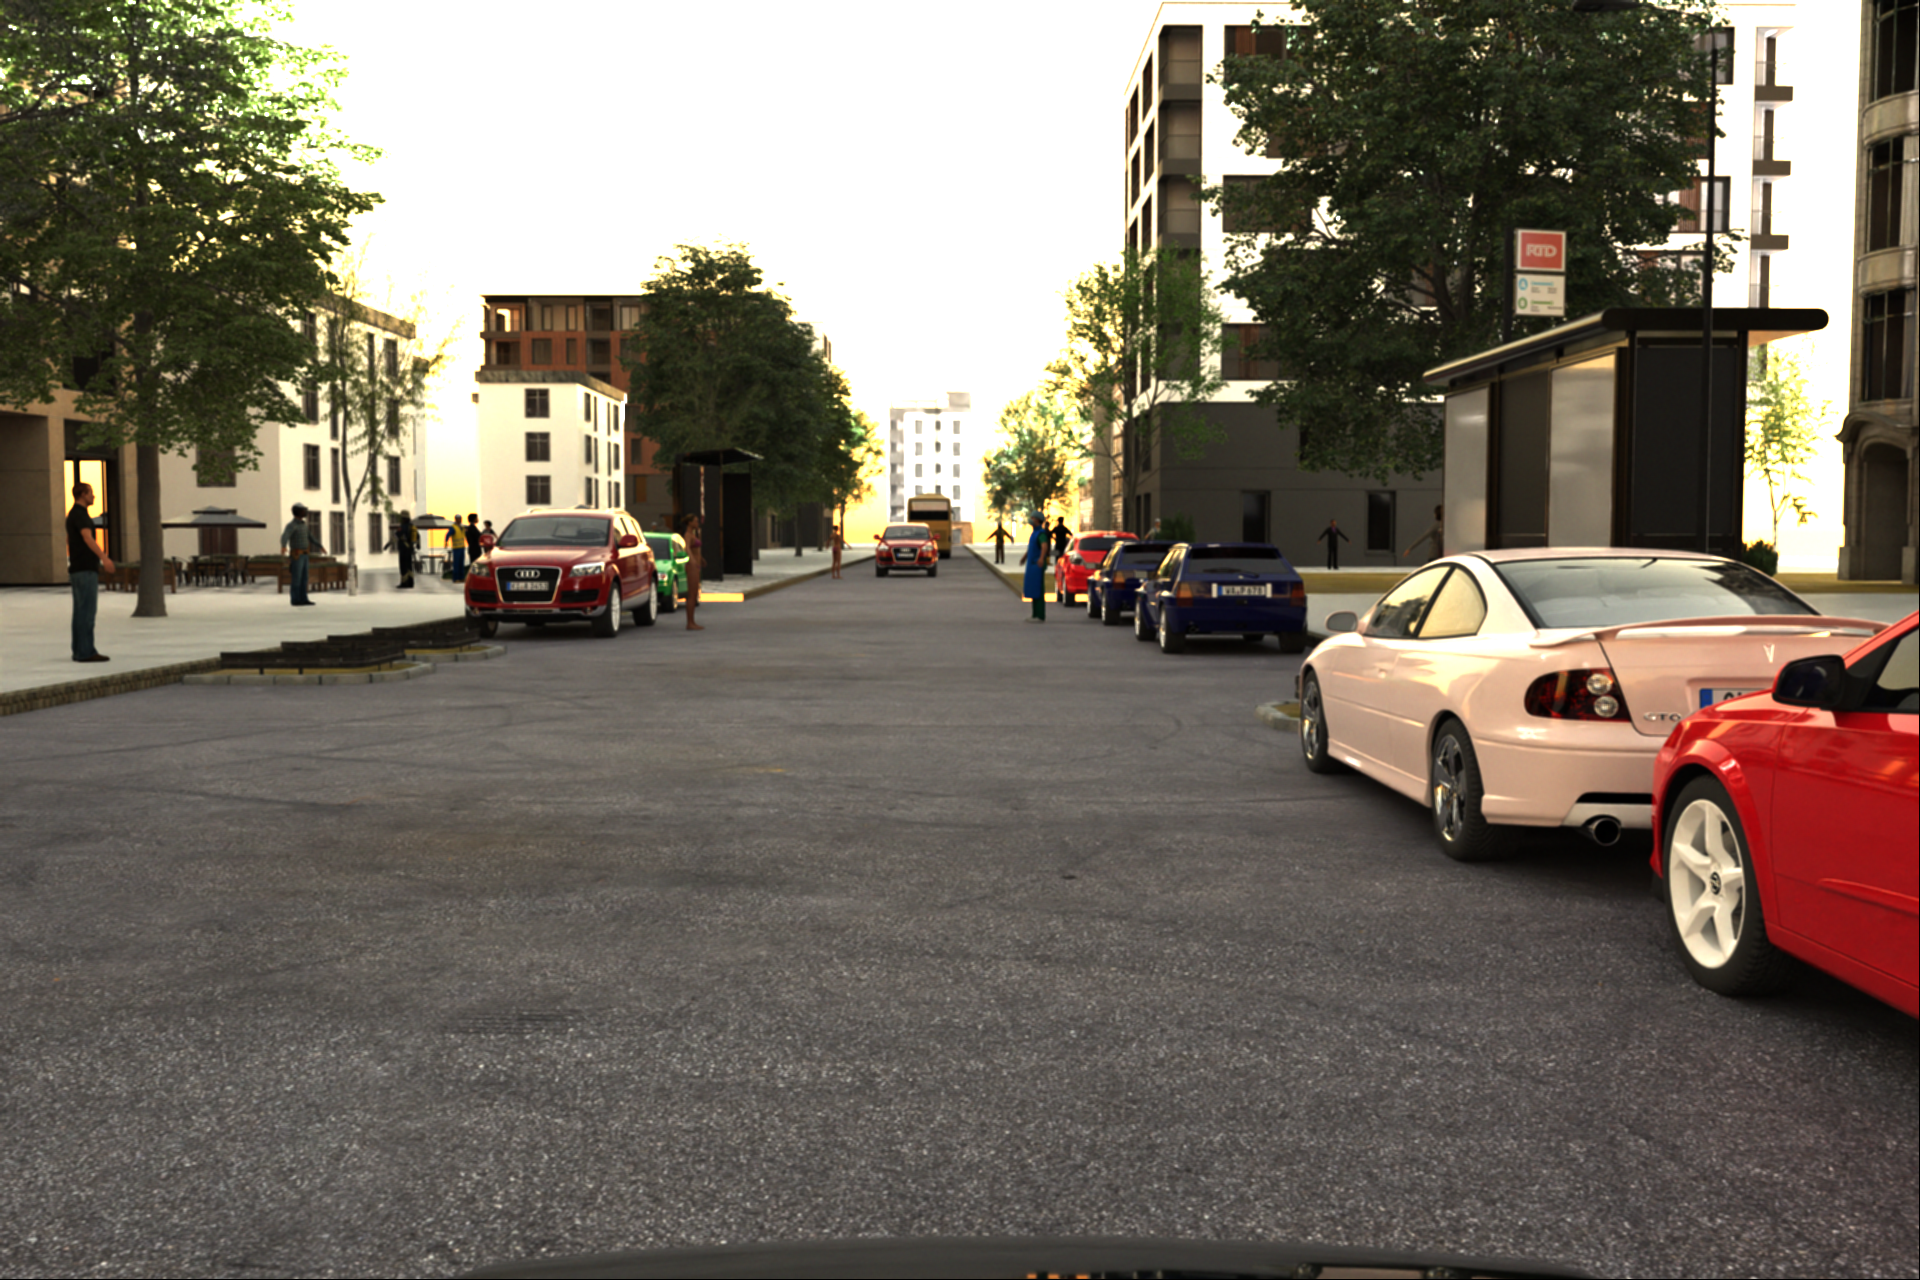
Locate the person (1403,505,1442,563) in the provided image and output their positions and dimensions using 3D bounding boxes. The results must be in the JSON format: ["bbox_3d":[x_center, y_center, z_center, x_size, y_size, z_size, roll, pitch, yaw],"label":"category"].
[{"bbox_3d":[7.495,-1.254,27.257,1.215,1.744,0.721,-2,4,-25],"label":"person"}]

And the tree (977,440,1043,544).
[{"bbox_3d":[7.179,-19.908,232.151,9.857,13.997,8.962,0,3,0],"label":"tree"}]

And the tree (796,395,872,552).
[{"bbox_3d":[-10.153,-12.292,126.737,9.928,11.665,9.643,0,3,0],"label":"tree"}]

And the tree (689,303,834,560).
[{"bbox_3d":[-10.018,-10.204,84.958,7.486,12.596,7.792,0,3,0],"label":"tree"}]

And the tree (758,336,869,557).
[{"bbox_3d":[-8.870,-11.056,98.898,7.486,12.596,7.792,0,3,0],"label":"tree"}]

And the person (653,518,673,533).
[{"bbox_3d":[-9.865,-3.137,57.419,1.348,1.813,0.705,-1,4,-17],"label":"person"}]

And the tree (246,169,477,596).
[{"bbox_3d":[-12.865,-5.222,35.738,4.360,8.622,3.978,0,3,0],"label":"tree"}]

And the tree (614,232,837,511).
[{"bbox_3d":[-9.707,-10.196,73.354,9.857,13.997,8.962,0,3,0],"label":"tree"}]

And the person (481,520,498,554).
[{"bbox_3d":[-18.915,-3.862,69.289,1.345,1.843,0.704,2,4,30],"label":"person"}]

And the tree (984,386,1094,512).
[{"bbox_3d":[5.531,-11.871,119.844,9.928,11.665,9.643,0,3,0],"label":"tree"}]

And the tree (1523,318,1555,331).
[{"bbox_3d":[19.161,-6.521,56.974,4.360,8.622,3.978,0,3,0],"label":"tree"}]

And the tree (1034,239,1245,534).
[{"bbox_3d":[6.165,-8.297,61.415,9.928,11.665,9.643,0,3,0],"label":"tree"}]

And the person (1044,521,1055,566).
[{"bbox_3d":[3.598,-3.941,70.573,0.704,1.812,1.346,-1,4,-21],"label":"person"}]

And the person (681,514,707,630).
[{"bbox_3d":[-3.948,-1.028,26.061,0.721,1.733,1.217,0,4,-2],"label":"person"}]

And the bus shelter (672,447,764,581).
[{"bbox_3d":[-6.915,-3.594,50.053,1.731,3.624,6.357,0,4,1],"label":"bus shelter"}]

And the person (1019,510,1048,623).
[{"bbox_3d":[1.222,-1.193,28.084,0.704,1.817,1.347,-1,4,-11],"label":"person"}]

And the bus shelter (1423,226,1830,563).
[{"bbox_3d":[6.951,-2.613,20.361,2.179,5.291,8.768,0,4,-1],"label":"bus shelter"}]

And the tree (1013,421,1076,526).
[{"bbox_3d":[5.247,-9.902,112.255,4.737,8.622,4.395,0,3,0],"label":"tree"}]

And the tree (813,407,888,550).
[{"bbox_3d":[-9.435,-13.132,140.470,9.928,11.665,9.643,0,3,0],"label":"tree"}]

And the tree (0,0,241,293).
[{"bbox_3d":[-12.515,-6.441,15.674,12.009,13.543,11.850,0,3,0],"label":"tree"}]

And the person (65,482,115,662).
[{"bbox_3d":[-8.795,-0.687,17.453,0.705,1.803,1.348,-3,4,-38],"label":"person"}]

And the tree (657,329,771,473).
[{"bbox_3d":[-9.634,-6.895,63.088,4.360,8.622,3.978,0,3,0],"label":"tree"}]

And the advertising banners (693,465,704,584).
[{"bbox_3d":[-6.597,-2.899,43.586,0.090,3.025,2.074,0,4,1],"label":"advertising banners"}]

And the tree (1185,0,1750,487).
[{"bbox_3d":[9.426,-7.692,32.415,9.857,13.997,8.962,0,3,0],"label":"tree"}]

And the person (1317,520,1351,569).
[{"bbox_3d":[13.538,-3.461,62.812,1.346,1.802,0.704,-1,4,-16],"label":"person"}]

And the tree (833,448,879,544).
[{"bbox_3d":[-16.226,-19.740,233.125,12.009,13.543,11.850,0,3,0],"label":"tree"}]

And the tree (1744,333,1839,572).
[{"bbox_3d":[26.459,-6.476,56.238,4.737,8.622,4.395,0,3,0],"label":"tree"}]

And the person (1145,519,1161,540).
[{"bbox_3d":[7.208,-3.504,63.143,1.347,1.847,0.705,-1,4,-22],"label":"person"}]

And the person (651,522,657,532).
[{"bbox_3d":[-12.743,-4.003,71.910,1.216,1.772,0.721,2,4,29],"label":"person"}]

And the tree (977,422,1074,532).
[{"bbox_3d":[5.681,-12.437,137.765,7.601,10.594,8.767,3,4,36],"label":"tree"}]

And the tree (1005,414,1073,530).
[{"bbox_3d":[5.331,-9.538,106.308,4.360,8.622,3.978,0,3,0],"label":"tree"}]

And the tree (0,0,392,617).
[{"bbox_3d":[-12.839,-6.653,26.908,7.486,12.596,7.792,0,3,0],"label":"tree"}]

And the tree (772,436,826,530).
[{"bbox_3d":[-10.013,-9.557,106.619,4.360,8.622,3.978,0,3,0],"label":"tree"}]

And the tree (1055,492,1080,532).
[{"bbox_3d":[14.974,-17.415,235.090,4.737,8.622,4.395,0,3,0],"label":"tree"}]

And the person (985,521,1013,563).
[{"bbox_3d":[1.732,-4.276,75.673,1.354,1.858,0.705,-2,4,-24],"label":"person"}]

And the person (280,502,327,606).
[{"bbox_3d":[-11.847,-1.547,31.131,0.704,1.849,1.345,1,4,11],"label":"person"}]

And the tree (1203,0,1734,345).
[{"bbox_3d":[12.933,-11.620,45.869,12.611,20.169,13.585,0,3,0],"label":"tree"}]
